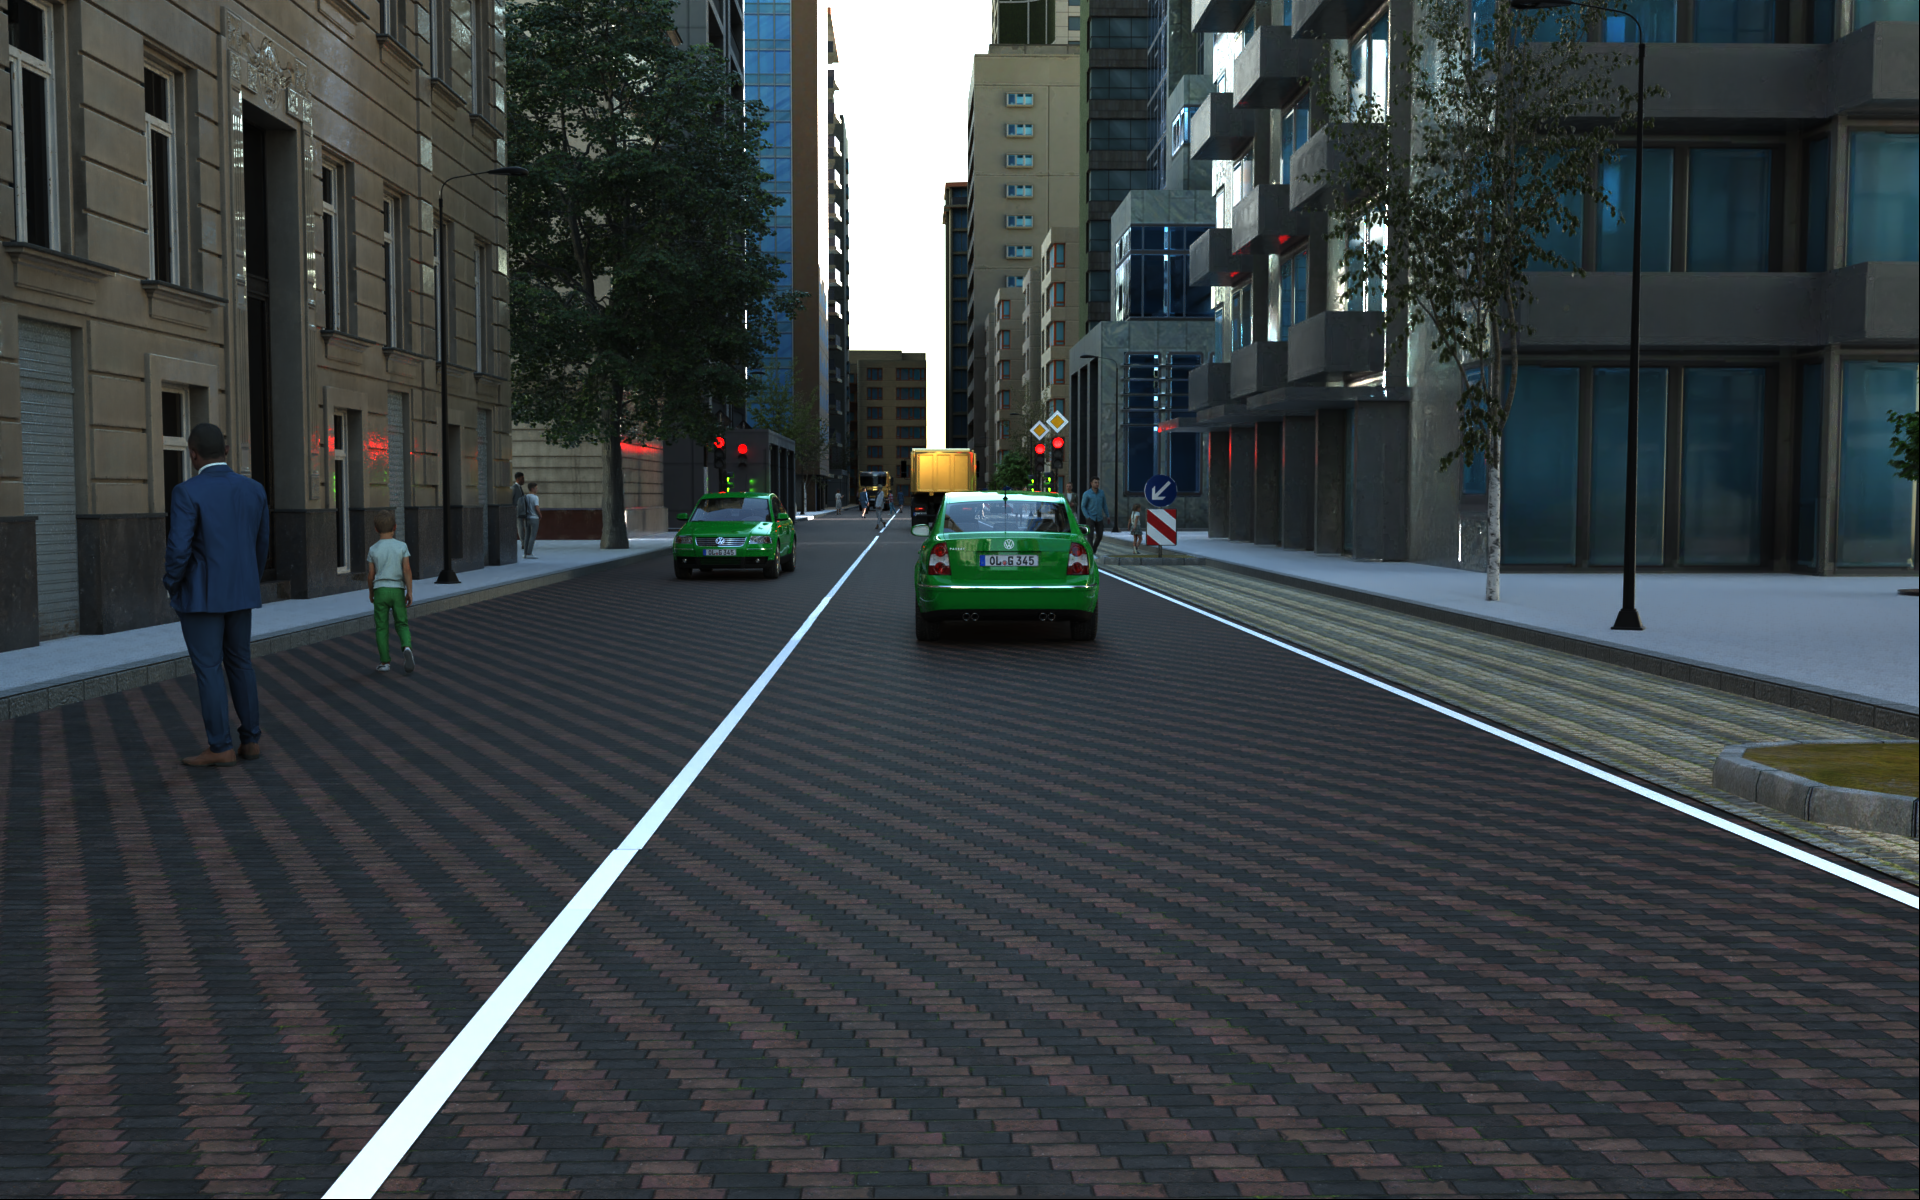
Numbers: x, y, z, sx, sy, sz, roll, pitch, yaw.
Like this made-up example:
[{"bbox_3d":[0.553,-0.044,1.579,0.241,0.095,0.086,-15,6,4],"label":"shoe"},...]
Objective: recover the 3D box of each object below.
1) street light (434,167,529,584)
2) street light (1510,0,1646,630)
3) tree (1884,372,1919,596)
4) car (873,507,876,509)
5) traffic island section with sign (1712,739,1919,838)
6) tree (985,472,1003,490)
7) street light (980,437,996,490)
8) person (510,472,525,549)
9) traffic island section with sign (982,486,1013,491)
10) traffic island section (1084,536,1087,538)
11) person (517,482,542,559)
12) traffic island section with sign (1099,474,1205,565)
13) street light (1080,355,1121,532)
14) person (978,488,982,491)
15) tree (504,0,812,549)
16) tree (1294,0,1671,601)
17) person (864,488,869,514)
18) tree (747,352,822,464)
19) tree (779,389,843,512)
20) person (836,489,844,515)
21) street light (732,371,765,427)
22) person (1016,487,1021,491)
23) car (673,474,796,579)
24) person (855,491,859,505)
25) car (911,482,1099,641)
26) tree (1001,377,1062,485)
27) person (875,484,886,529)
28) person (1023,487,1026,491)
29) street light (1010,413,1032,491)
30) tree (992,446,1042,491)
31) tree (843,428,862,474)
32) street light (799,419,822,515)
[{"bbox_3d":[-6.819,-3.191,24.713,1.470,5.913,1.316,0,4,-2],"label":"street light"},{"bbox_3d":[5.810,-2.675,16.273,1.470,5.913,1.316,0,4,-2],"label":"street light"},{"bbox_3d":[12.631,-1.669,21.887,1.663,3.219,1.824,0,3,0],"label":"tree"},{"bbox_3d":[-7.566,-9.682,168.524,2.015,1.641,3.980,0,4,0],"label":"car"},{"bbox_3d":[4.666,0.040,7.975,1.989,1.847,2.006,0,4,-2],"label":"traffic island section with sign"},{"bbox_3d":[2.996,-9.086,143.159,1.663,3.219,1.824,0,3,0],"label":"tree"},{"bbox_3d":[2.318,-10.300,140.941,1.470,5.913,1.316,0,4,-2],"label":"street light"},{"bbox_3d":[-10.332,-2.085,40.405,0.850,1.792,0.678,0,4,6],"label":"person"},{"bbox_3d":[2.348,-5.033,90.919,1.989,1.847,2.006,0,4,-2],"label":"traffic island section with sign"},{"bbox_3d":[3.261,-2.180,57.917,2.009,0.180,2.903,0,4,-2],"label":"traffic island section"},{"bbox_3d":[-8.559,-1.577,34.427,0.503,1.515,0.523,0,4,-2],"label":"person"},{"bbox_3d":[3.897,-1.641,35.458,1.989,1.847,2.006,0,4,-2],"label":"traffic island section with sign"},{"bbox_3d":[4.692,-5.216,57.830,1.470,5.913,1.316,0,4,-2],"label":"street light"},{"bbox_3d":[1.005,-5.180,93.787,0.643,1.750,0.593,1,4,19],"label":"person"},{"bbox_3d":[-8.049,-8.172,40.269,9.857,13.997,8.962,0,3,0],"label":"tree"},{"bbox_3d":[6.182,-4.299,20.645,4.360,8.622,3.978,0,3,0],"label":"tree"},{"bbox_3d":[-6.903,-7.245,126.313,0.474,1.900,0.648,1,4,13],"label":"person"},{"bbox_3d":[-9.395,-8.584,90.709,4.737,8.622,4.395,0,3,0],"label":"tree"},{"bbox_3d":[-10.729,-10.419,120.708,4.360,8.622,3.978,0,3,0],"label":"tree"},{"bbox_3d":[-8.411,-6.835,120.828,0.480,1.755,0.524,1,4,23],"label":"person"},{"bbox_3d":[-8.052,-5.687,65.528,1.470,5.913,1.316,0,4,-2],"label":"street light"},{"bbox_3d":[2.564,-4.087,76.071,0.466,1.731,0.760,0,4,7],"label":"person"},{"bbox_3d":[-3.951,-1.343,30.762,1.959,1.807,4.718,0,3,0],"label":"car"},{"bbox_3d":[-12.550,-12.523,211.739,0.436,1.711,0.756,-1,4,-12],"label":"person"},{"bbox_3d":[0.445,-0.580,18.272,1.959,1.807,4.718,0,4,0],"label":"car"},{"bbox_3d":[4.642,-9.642,108.011,4.360,8.622,3.978,0,3,0],"label":"tree"},{"bbox_3d":[-3.280,-3.876,71.743,0.514,1.842,0.818,3,5,40],"label":"person"},{"bbox_3d":[4.086,-6.401,111.448,0.760,1.731,0.466,-1,4,-21],"label":"person"},{"bbox_3d":[3.547,-7.758,99.387,1.470,5.913,1.316,0,4,-2],"label":"street light"},{"bbox_3d":[3.882,-8.067,115.603,4.285,4.588,4.351,0,3,0],"label":"tree"},{"bbox_3d":[-13.163,-14.861,193.347,4.360,8.622,3.978,0,3,0],"label":"tree"},{"bbox_3d":[-9.284,-8.275,107.829,1.470,5.913,1.316,0,4,-2],"label":"street light"}]
